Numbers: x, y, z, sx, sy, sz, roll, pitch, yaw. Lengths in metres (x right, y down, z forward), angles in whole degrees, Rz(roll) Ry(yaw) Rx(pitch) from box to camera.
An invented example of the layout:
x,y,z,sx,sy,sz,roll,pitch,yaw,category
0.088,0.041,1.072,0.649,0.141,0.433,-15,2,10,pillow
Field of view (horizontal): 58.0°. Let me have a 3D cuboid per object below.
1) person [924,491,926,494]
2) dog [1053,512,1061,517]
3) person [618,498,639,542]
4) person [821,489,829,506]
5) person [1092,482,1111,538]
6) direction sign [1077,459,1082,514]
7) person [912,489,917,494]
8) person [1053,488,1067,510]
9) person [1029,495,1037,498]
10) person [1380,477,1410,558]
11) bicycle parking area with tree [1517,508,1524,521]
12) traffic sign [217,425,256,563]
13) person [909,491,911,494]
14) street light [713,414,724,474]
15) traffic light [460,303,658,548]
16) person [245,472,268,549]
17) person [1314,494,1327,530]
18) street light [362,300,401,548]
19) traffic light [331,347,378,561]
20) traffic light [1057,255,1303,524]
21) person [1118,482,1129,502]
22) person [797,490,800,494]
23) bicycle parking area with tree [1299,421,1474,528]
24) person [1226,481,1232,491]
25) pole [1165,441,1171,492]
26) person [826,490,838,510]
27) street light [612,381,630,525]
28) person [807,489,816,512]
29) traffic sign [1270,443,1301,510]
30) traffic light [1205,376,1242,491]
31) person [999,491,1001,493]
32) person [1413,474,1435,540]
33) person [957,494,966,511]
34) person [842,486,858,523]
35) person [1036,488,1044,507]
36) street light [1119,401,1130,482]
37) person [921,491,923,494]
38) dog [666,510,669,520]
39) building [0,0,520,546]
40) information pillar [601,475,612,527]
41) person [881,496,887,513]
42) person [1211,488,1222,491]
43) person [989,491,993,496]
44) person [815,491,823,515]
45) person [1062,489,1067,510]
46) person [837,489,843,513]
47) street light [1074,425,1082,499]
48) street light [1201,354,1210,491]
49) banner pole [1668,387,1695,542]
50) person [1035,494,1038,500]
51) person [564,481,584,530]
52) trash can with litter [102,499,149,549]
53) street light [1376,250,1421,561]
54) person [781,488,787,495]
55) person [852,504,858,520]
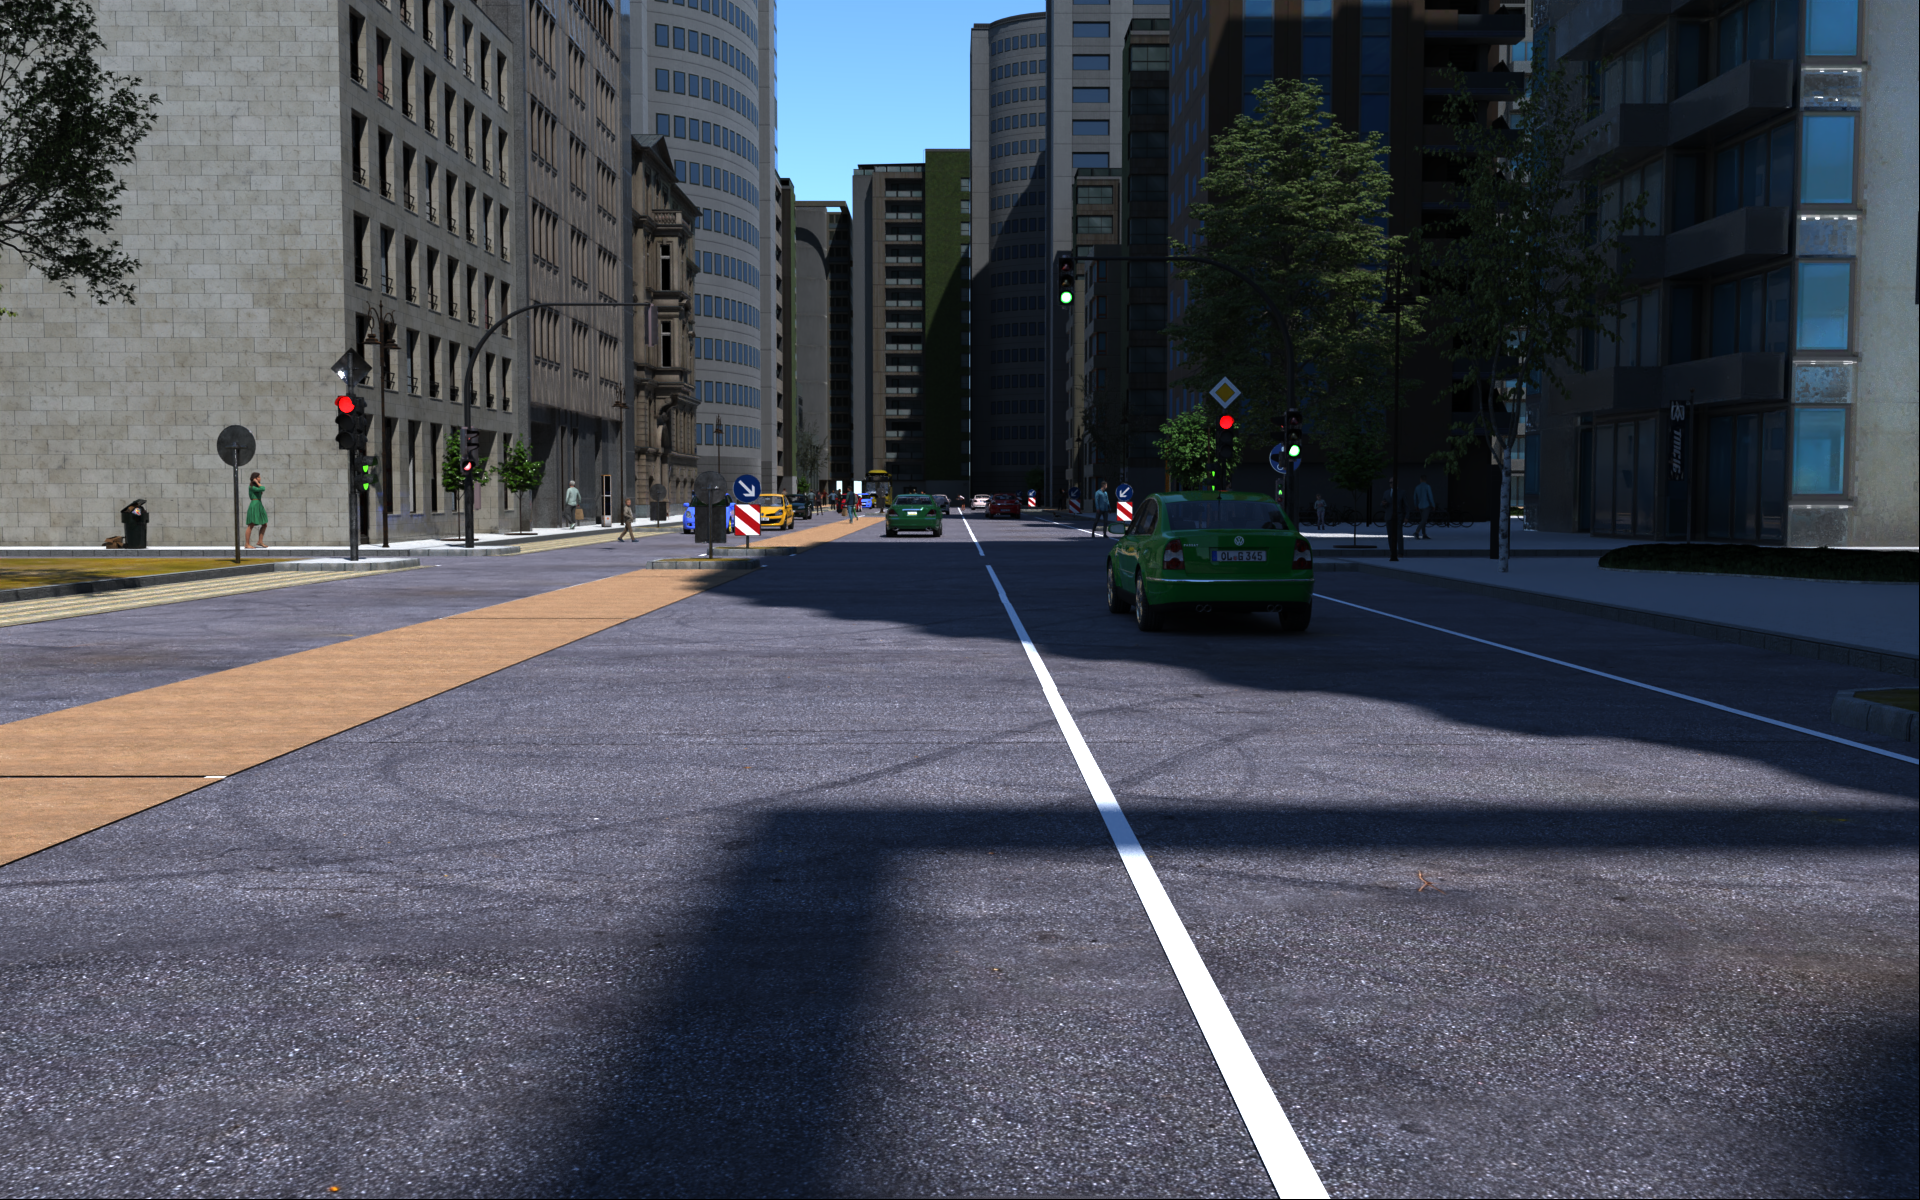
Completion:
x,y,z,sx,sy,sz,roll,pitch,yaw,category
-3.550,-10.303,177.663,0.721,1.736,1.217,-2,4,-35,person
5.744,-5.026,102.372,0.748,0.427,0.550,2,4,35,dog
-9.875,-2.370,51.523,0.640,1.303,0.475,0,4,-8,person
-14.778,-11.167,188.588,1.348,1.831,0.705,1,4,8,person
4.630,-2.954,56.654,0.638,1.841,0.748,-2,4,-27,person
7.742,-7.339,111.997,0.379,3.537,0.876,0,4,-3,direction sign
-3.784,-8.255,143.547,1.350,1.814,0.705,1,4,23,person
7.896,-7.945,136.670,1.217,1.735,0.721,-1,4,-16,person
7.655,-10.732,182.057,0.990,1.755,0.434,3,5,40,person
9.528,-1.797,38.061,0.661,1.801,0.590,2,4,32,person
29.945,-5.623,78.940,9.016,4.147,8.231,1,4,22,bicycle parking area with tree
-13.354,-1.948,31.953,0.768,2.556,0.104,1,4,8,traffic sign
-5.470,-11.045,189.096,0.705,1.823,1.348,1,4,16,person
-13.938,-7.792,100.193,0.468,5.910,1.993,0,4,0,street light
-9.589,-4.073,41.257,4.771,5.953,1.251,0,4,0,traffic light
-16.610,-2.113,40.835,0.529,1.795,0.600,-1,4,-17,person
12.950,-3.169,62.130,0.425,1.301,0.394,-1,4,-13,person
-13.799,-4.199,41.445,0.468,5.910,1.993,0,4,0,street light
-11.641,-2.710,33.227,0.839,4.253,0.868,0,4,0,traffic light
4.229,-3.579,33.179,4.771,5.953,1.251,0,4,0,traffic light
7.744,-4.642,81.819,0.514,1.842,0.818,0,4,-2,person
-12.636,-7.791,136.598,0.721,1.735,1.217,-1,4,-11,person
16.806,-5.098,70.347,9.016,4.147,8.231,2,4,28,bicycle parking area with tree
10.347,-3.667,66.344,0.599,1.781,0.374,3,5,41,person
7.934,-4.416,66.053,0.158,3.312,0.155,0,3,0,pole
-11.531,-9.115,157.518,1.348,1.826,0.705,-2,4,-23,person
-13.836,-5.994,70.789,0.468,5.910,1.993,0,4,0,street light
-12.096,-8.087,140.798,1.350,1.814,0.705,-1,4,-22,person
7.998,-2.601,42.637,0.768,2.556,0.104,0,4,7,traffic sign
6.281,-3.205,41.316,0.839,4.253,0.868,0,4,0,traffic light
4.564,-11.603,198.187,1.348,1.826,0.705,3,5,43,person
13.042,-2.633,48.948,0.748,1.841,0.638,-2,4,-23,person
0.100,-8.434,149.591,0.628,1.438,0.799,2,4,31,person
-5.355,-4.614,83.916,0.794,1.824,0.713,-2,4,-30,person
7.804,-10.029,169.972,0.705,1.831,1.348,-2,4,-35,person
8.198,-6.958,86.552,0.468,5.910,1.993,0,4,0,street light
-3.477,-9.320,161.806,0.530,1.710,0.541,2,4,26,person
-14.689,-4.265,86.556,0.406,0.507,0.540,-2,4,-30,dog
-20.176,-11.950,50.134,10.420,20.320,16.860,0,4,0,building
-13.651,-3.813,66.829,0.304,2.012,0.304,-2,4,-34,information pillar
-5.799,-7.403,129.639,0.705,1.812,1.348,1,4,16,person
10.246,-3.858,69.146,0.581,1.822,0.654,3,5,45,person
3.264,-10.199,176.045,1.217,1.735,0.721,-3,5,-40,person
-9.553,-6.581,117.568,0.415,1.643,0.593,3,5,45,person
8.574,-8.301,142.569,0.445,1.727,0.742,1,4,19,person
-8.893,-7.330,128.371,0.705,1.821,1.348,0,4,8,person
7.931,-8.753,115.895,0.468,5.910,1.993,0,4,0,street light
8.197,-5.155,57.079,0.468,5.910,1.993,0,4,0,street light
16.944,-3.096,40.634,0.863,3.779,0.401,-1,4,-18,banner pole
7.743,-10.108,171.996,0.721,1.739,1.217,1,4,23,person
-14.005,-3.449,62.912,0.515,1.767,0.782,2,4,33,person
-19.524,-1.779,40.467,1.055,1.170,0.624,0,4,4,trash can with litter
8.309,-3.681,32.977,0.468,5.910,1.993,0,4,0,street light
-14.038,-8.055,138.267,0.617,1.759,0.750,-1,4,-10,person
-5.737,-4.937,93.475,0.306,1.304,0.590,-3,5,-43,person
